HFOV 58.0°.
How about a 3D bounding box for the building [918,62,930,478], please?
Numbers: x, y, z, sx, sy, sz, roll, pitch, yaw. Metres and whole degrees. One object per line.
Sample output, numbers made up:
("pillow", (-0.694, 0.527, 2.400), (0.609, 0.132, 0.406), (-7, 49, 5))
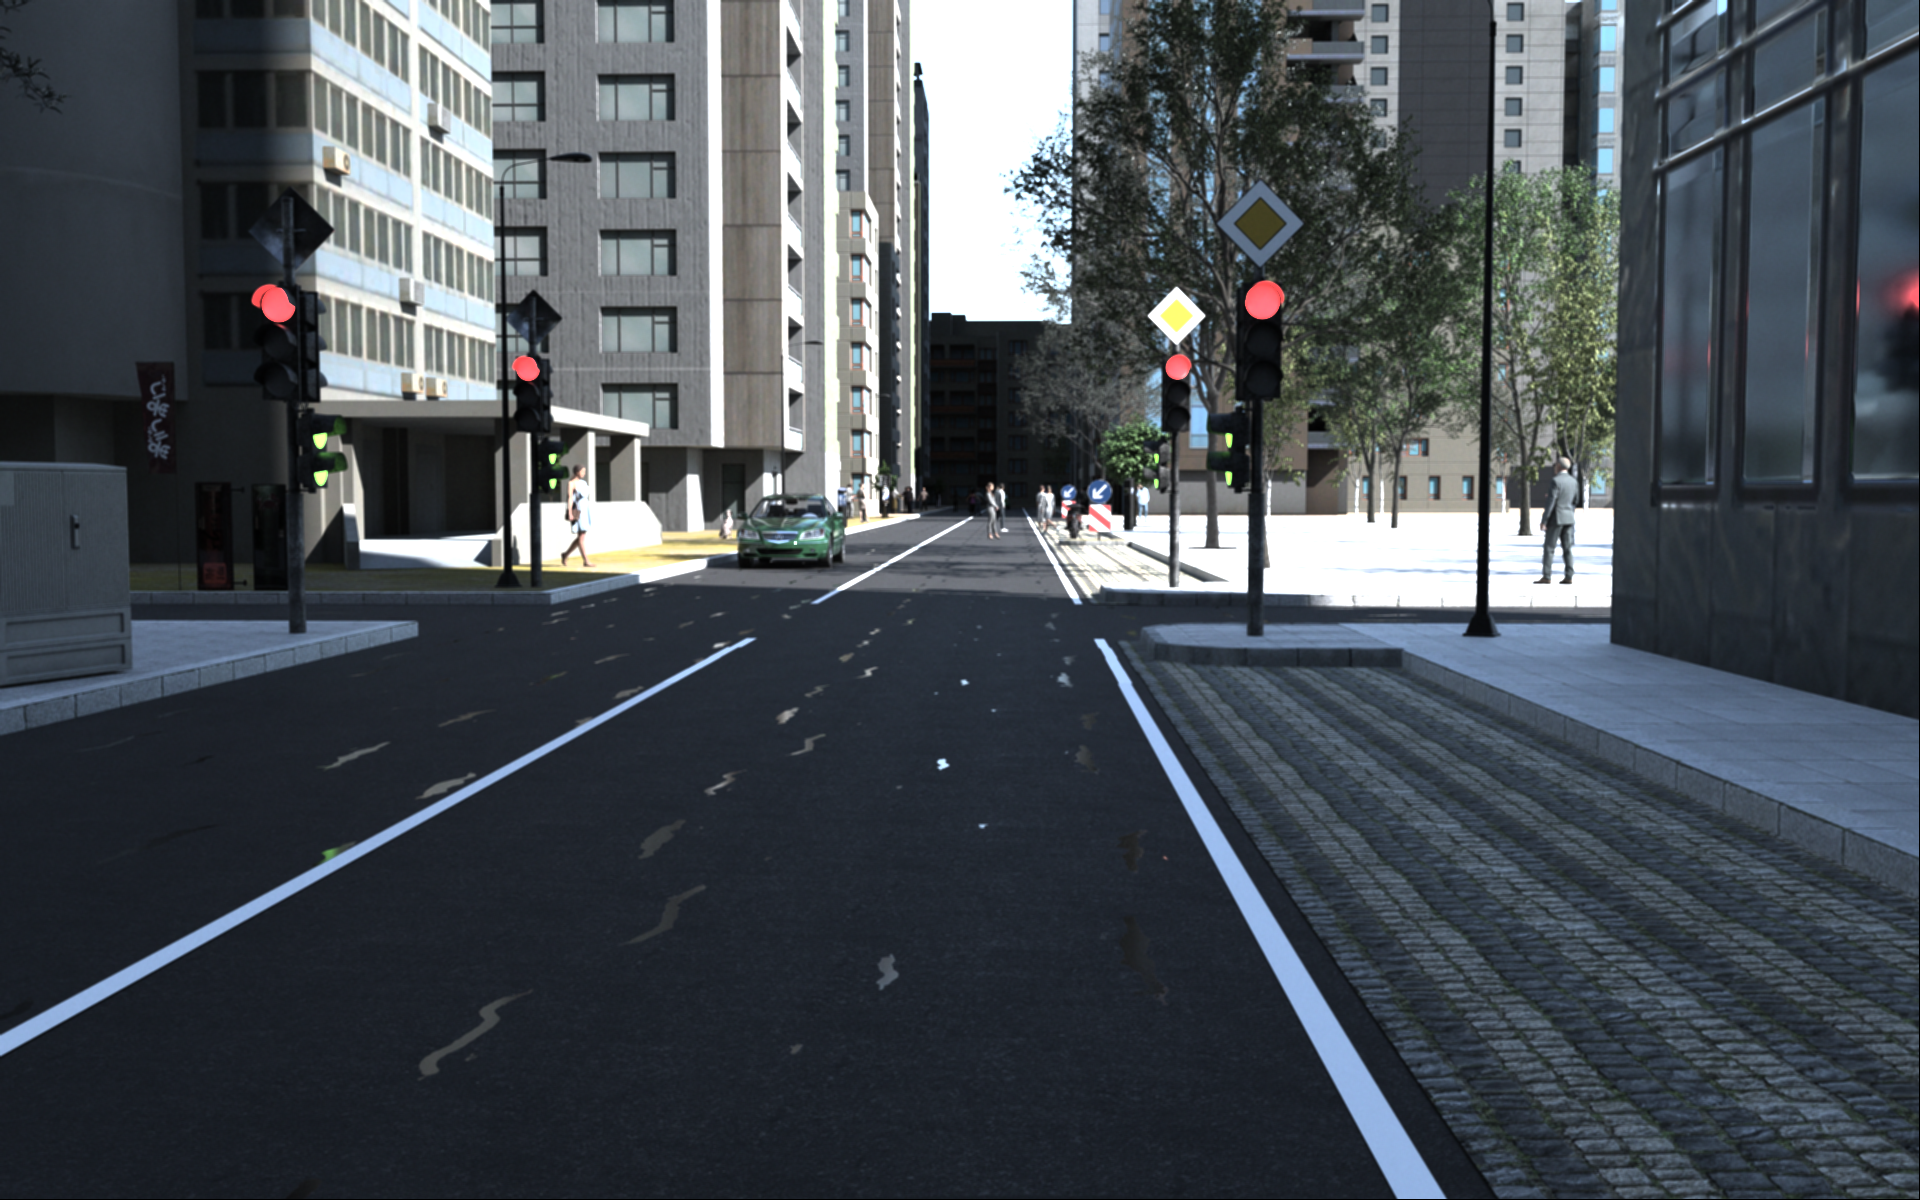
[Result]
("building", (-9.989, -29.561, 166.924), (14.086, 41.232, 14.154), (0, 4, 2))

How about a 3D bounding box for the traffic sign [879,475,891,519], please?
("traffic sign", (-3.929, -5.418, 90.712), (0.606, 2.300, 0.079), (1, 4, 9))

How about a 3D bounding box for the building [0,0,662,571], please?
("building", (-23.952, -21.090, 36.711), (32.217, 40.220, 23.993), (0, 4, 2))

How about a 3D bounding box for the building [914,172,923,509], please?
("building", (-10.622, -23.095, 149.306), (14.160, 30.474, 14.107), (0, 4, 2))

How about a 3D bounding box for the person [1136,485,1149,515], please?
("person", (10.419, -5.849, 101.690), (1.348, 1.823, 0.705), (1, 4, 12))

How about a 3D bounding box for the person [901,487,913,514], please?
("person", (-3.417, -6.416, 111.472), (0.750, 1.759, 0.617), (-1, 4, -20))

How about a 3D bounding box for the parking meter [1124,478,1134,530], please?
("parking meter", (5.966, -3.394, 61.206), (0.255, 1.863, 0.399), (2, 4, 30))

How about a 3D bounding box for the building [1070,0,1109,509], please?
("building", (20.638, -37.632, 157.275), (21.231, 58.520, 28.212), (0, 4, 2))

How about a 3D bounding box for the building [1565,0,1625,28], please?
("building", (68.498, -33.056, 160.076), (30.456, 49.044, 23.786), (0, 4, 2))

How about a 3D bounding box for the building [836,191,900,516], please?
("building", (-18.707, -16.453, 114.052), (27.650, 21.520, 28.899), (0, 4, 2))

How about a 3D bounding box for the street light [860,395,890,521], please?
("street light", (-3.979, -6.636, 81.043), (1.470, 5.913, 1.316), (0, 4, 2))

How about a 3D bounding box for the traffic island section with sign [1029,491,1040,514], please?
("traffic island section with sign", (6.181, -7.143, 125.421), (1.989, 1.847, 2.006), (0, 4, 2))

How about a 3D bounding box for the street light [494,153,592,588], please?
("street light", (-5.703, -3.131, 23.735), (1.470, 5.913, 1.316), (0, 4, 2))

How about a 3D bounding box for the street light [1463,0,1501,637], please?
("street light", (4.190, -2.630, 15.546), (1.470, 5.913, 1.316), (0, 4, 2))

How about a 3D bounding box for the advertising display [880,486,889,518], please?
("advertising display", (-3.976, -5.284, 91.599), (0.123, 1.923, 0.974), (1, 4, 18))

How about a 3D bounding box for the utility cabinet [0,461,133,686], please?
("utility cabinet", (-6.270, -0.199, 11.930), (0.318, 1.500, 1.173), (1, 4, 17))

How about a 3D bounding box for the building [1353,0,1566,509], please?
("building", (42.708, -44.219, 161.233), (20.611, 71.187, 20.563), (0, 4, 2))

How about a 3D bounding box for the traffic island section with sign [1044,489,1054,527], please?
("traffic island section with sign", (4.596, -4.077, 75.291), (1.989, 1.847, 2.006), (0, 4, 2))

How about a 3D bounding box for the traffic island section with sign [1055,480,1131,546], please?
("traffic island section with sign", (3.750, -2.426, 48.287), (1.989, 1.847, 2.006), (0, 4, 2))

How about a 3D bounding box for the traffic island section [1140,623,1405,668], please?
("traffic island section", (2.701, 0.401, 15.720), (2.009, 0.180, 2.903), (0, 4, 2))

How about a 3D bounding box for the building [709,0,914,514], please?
("building", (-10.936, -27.589, 134.668), (14.154, 41.232, 14.086), (0, 4, 2))

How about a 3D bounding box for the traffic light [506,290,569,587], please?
("traffic light", (-5.844, -2.136, 23.849), (0.839, 4.253, 0.868), (0, 4, 2))

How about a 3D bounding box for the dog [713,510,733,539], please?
("dog", (-6.858, -2.176, 49.950), (0.800, 0.831, 0.513), (-2, 4, -32))

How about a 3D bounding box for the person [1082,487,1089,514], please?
("person", (8.172, -6.414, 111.699), (0.721, 1.735, 1.217), (-2, 4, -24))

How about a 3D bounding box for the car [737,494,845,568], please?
("car", (-3.382, -1.435, 35.253), (2.131, 1.459, 4.920), (0, 4, 1))

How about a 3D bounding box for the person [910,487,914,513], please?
("person", (-3.248, -6.828, 118.406), (0.721, 1.743, 1.217), (0, 4, -6))

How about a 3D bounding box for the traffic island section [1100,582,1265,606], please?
("traffic island section", (2.953, -0.087, 23.701), (2.009, 0.180, 2.903), (0, 4, 2))

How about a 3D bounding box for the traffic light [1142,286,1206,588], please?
("traffic light", (2.914, -2.120, 23.589), (0.839, 4.253, 0.868), (0, 4, 2))

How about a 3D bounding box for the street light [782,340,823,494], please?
("street light", (-4.825, -4.890, 52.489), (1.470, 5.913, 1.316), (0, 4, 2))

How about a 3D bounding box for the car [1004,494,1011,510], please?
("car", (3.737, -9.276, 160.455), (1.959, 1.807, 4.718), (0, 4, 1))

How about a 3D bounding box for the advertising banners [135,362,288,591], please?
("advertising banners", (-9.874, -1.637, 22.959), (2.074, 3.025, 0.090), (0, 4, 3))

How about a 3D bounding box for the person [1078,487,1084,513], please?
("person", (8.001, -6.617, 115.026), (0.445, 1.727, 0.742), (-3, 5, -41))

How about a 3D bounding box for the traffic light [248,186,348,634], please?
("traffic light", (-6.096, -1.648, 15.868), (0.839, 4.253, 0.868), (0, 4, 2))

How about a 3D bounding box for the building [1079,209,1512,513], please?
("building", (23.314, -17.417, 129.804), (27.650, 21.520, 28.899), (0, 4, 2))

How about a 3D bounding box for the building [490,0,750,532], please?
("building", (-12.176, -23.224, 63.311), (14.154, 41.232, 14.086), (0, 4, 2))

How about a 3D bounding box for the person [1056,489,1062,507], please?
("person", (9.769, -9.995, 169.993), (0.617, 1.759, 0.750), (0, 4, -8))

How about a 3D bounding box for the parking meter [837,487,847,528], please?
("parking meter", (-4.510, -3.542, 66.329), (0.372, 1.533, 0.369), (0, 3, 0))

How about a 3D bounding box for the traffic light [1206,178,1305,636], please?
("traffic light", (2.661, -1.632, 15.607), (0.839, 4.253, 0.868), (0, 4, 2))

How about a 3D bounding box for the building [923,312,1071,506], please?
("building", (-1.127, -21.570, 197.706), (28.899, 21.520, 27.650), (0, 4, 2))

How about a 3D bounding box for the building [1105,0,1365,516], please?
("building", (16.540, -27.991, 107.771), (14.600, 45.320, 14.200), (0, 4, 2))
